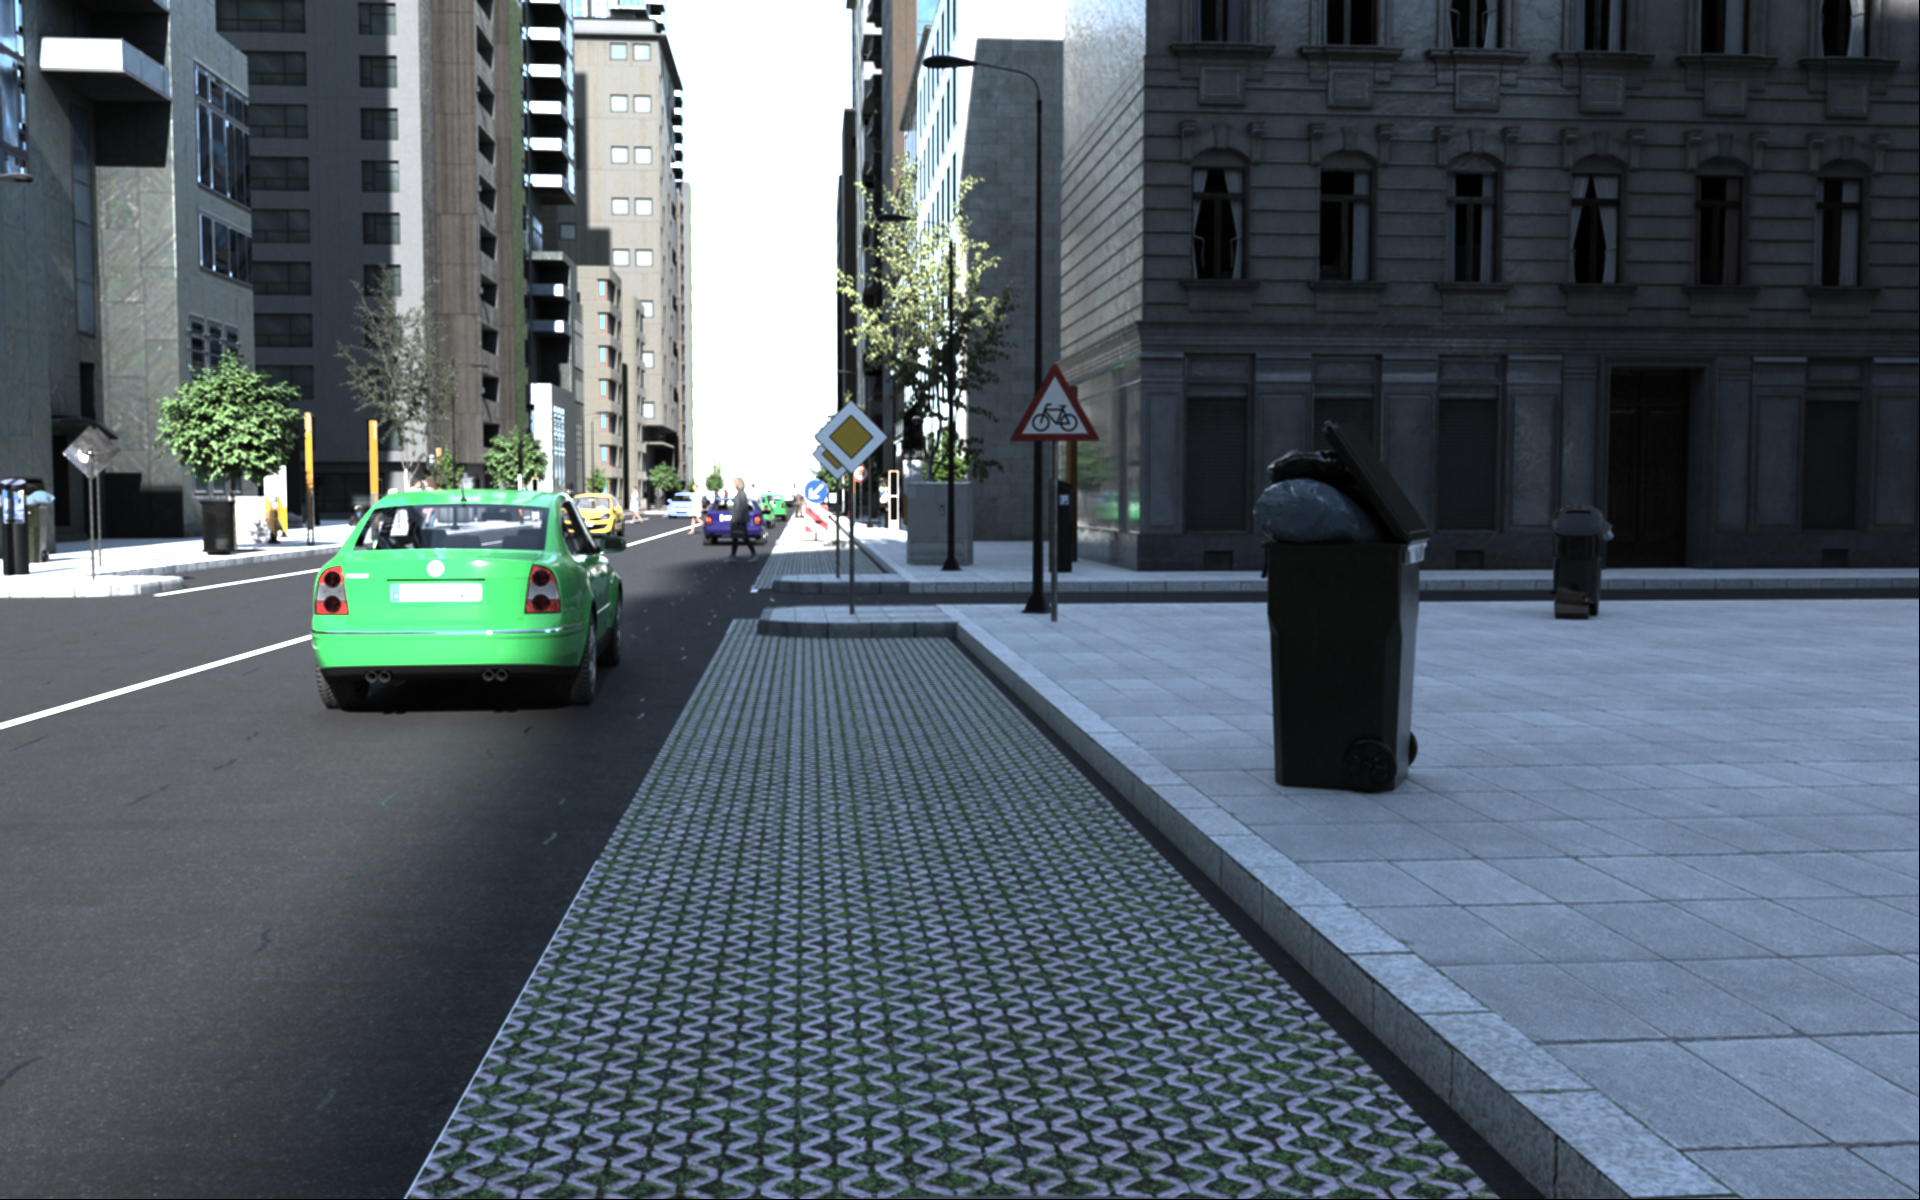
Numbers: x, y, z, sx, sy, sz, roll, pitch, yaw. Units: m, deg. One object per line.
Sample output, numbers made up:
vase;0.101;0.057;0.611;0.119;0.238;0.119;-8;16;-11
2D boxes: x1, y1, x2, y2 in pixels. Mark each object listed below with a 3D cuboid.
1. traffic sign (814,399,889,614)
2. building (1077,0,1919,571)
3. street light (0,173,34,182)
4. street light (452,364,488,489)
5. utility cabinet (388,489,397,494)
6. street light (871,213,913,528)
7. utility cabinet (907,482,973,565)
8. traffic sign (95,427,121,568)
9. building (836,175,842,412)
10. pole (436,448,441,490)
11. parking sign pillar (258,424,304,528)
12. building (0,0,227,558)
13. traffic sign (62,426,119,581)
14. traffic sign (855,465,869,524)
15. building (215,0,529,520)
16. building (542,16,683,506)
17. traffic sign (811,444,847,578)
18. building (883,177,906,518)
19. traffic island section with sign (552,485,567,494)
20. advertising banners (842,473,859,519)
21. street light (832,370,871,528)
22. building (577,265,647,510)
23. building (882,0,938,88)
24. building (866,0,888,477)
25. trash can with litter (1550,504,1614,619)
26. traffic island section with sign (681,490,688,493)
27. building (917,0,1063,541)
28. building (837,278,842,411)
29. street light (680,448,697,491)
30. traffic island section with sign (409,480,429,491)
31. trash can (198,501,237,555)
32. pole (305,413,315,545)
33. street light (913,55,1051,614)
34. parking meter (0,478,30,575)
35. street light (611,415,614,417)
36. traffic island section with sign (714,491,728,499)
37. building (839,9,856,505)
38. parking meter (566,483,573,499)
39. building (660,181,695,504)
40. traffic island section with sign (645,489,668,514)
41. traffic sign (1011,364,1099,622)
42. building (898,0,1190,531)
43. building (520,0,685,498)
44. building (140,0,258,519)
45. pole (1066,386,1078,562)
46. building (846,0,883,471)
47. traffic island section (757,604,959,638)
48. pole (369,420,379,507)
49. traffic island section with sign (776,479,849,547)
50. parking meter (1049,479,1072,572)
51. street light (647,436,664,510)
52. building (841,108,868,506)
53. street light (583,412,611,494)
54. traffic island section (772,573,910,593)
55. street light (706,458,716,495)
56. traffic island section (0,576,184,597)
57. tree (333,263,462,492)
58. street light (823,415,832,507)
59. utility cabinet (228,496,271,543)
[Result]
traffic sign;-1.158;-0.907;18.469;0.795;2.450;0.064;0;4;-5
building;11.405;-11.276;33.515;18.267;20.994;9.793;0;4;-5
street light;-14.106;-3.219;25.170;1.470;5.913;1.316;0;4;-5
street light;-17.506;-5.457;61.760;1.470;5.913;1.316;0;4;-5
utility cabinet;-25.063;-4.144;76.435;0.318;1.500;1.173;-1;4;-22
street light;-0.689;-3.447;28.892;1.470;5.913;1.316;0;4;-5
utility cabinet;-0.367;-1.384;31.308;1.173;1.500;0.318;1;4;19
traffic sign;-14.953;-1.766;30.064;0.795;2.450;0.064;0;4;-1
building;-6.960;-38.320;250.238;21.300;48.544;21.600;0;4;-5
pole;-23.147;-5.086;77.001;0.158;3.312;0.155;0;3;0
parking sign pillar;-25.759;-4.733;65.851;1.447;3.967;1.447;-1;4;-18
building;-30.959;-44.393;38.501;22.319;86.520;31.000;0;4;-5
traffic sign;-12.772;-1.335;25.471;0.795;2.450;0.064;0;4;-5
traffic sign;-4.249;-4.547;74.448;0.768;2.556;0.104;0;4;-2
building;-31.114;-19.552;91.376;14.160;30.474;14.107;0;4;-5
building;-46.504;-37.155;196.727;28.713;52.752;27.495;0;4;-5
traffic sign;-1.869;-1.393;26.423;0.795;2.450;0.064;0;4;-5
building;1.636;-13.932;92.415;10.561;19.102;19.286;0;4;-5
traffic island section with sign;-17.170;-4.017;74.305;1.989;1.847;2.006;0;4;-5
advertising banners;-5.722;-5.727;89.821;0.090;3.025;2.074;-2;4;-27
street light;-3.940;-5.663;65.125;1.470;5.913;1.316;0;4;-5
building;-41.554;-18.319;144.557;27.650;21.520;28.899;0;4;-5
building;2.156;-28.271;112.344;14.600;45.320;14.200;0;4;-5
building;4.075;-29.326;134.111;22.147;44.769;28.867;0;4;-5
trash can with litter;6.502;-0.411;18.110;0.624;1.170;1.055;1;4;20
traffic island section with sign;-24.129;-8.772;152.042;1.989;1.847;2.006;0;4;-5
building;4.389;-12.283;55.572;10.420;20.320;16.860;0;4;-5
building;-9.468;-28.194;232.674;14.160;30.474;14.107;0;4;-5
street light;-27.595;-12.361;174.648;1.470;5.913;1.316;0;4;-5
traffic island section with sign;-14.737;-2.357;47.168;1.989;1.847;2.006;0;4;-5
trash can;-15.603;-1.516;36.436;0.748;1.137;0.748;0;3;0
pole;-16.302;-3.032;43.414;0.158;3.312;0.155;0;3;0
street light;0.305;-2.814;18.550;1.470;5.913;1.316;0;4;-5
parking meter;-14.978;-1.164;27.443;0.372;1.533;0.369;0;3;0
street light;-20.958;-7.883;101.421;1.470;5.913;1.316;0;4;-5
traffic island section with sign;-29.020;-12.118;206.757;1.989;1.847;2.006;0;4;-5
building;-5.043;-47.469;214.362;20.563;71.187;20.611;0;4;-5
parking meter;-20.524;-5.222;91.090;0.255;1.863;0.399;1;4;15
building;-41.317;-32.784;219.612;14.154;41.232;14.086;0;4;-5
traffic island section with sign;-21.722;-7.129;125.194;1.989;1.847;2.006;0;4;-5
traffic sign;0.948;-1.063;17.382;0.884;2.594;0.081;0;4;0
building;2.762;-13.730;73.642;9.793;20.994;18.267;0;4;-5
building;-48.236;-56.737;240.321;22.319;86.520;31.000;0;4;-5
building;-36.282;-48.952;113.031;22.319;86.520;31.000;0;4;-5
pole;2.119;-2.384;32.820;0.158;3.312;0.155;0;3;0
building;4.095;-35.038;162.110;28.713;52.752;27.495;0;4;-5
traffic island section;-1.135;0.228;18.548;2.009;0.180;2.903;0;4;-5
pole;-16.247;-3.315;48.037;0.158;3.312;0.155;0;3;0
traffic island section with sign;-4.048;-2.372;47.418;1.989;1.847;2.006;0;4;-5
parking meter;1.652;-1.226;28.457;0.372;1.533;0.369;0;3;0
street light;-24.332;-10.145;138.417;1.470;5.913;1.316;0;4;-5
building;-6.395;-33.485;197.589;14.600;45.320;14.200;0;4;-5
street light;-20.743;-7.673;97.994;1.470;5.913;1.316;0;4;-5
traffic island section;-1.846;-0.258;26.502;2.009;0.180;2.903;0;4;-5
street light;-31.792;-15.197;221.012;1.470;5.913;1.316;0;4;-5
traffic island section;-12.795;-0.199;25.531;2.009;0.180;2.903;0;4;-5
tree;-17.592;-6.395;54.914;4.360;8.622;3.978;0;3;0
street light;-7.385;-8.052;104.198;1.470;5.913;1.316;0;4;-5
utility cabinet;-18.656;-2.101;45.519;0.306;1.237;1.020;3;4;37
